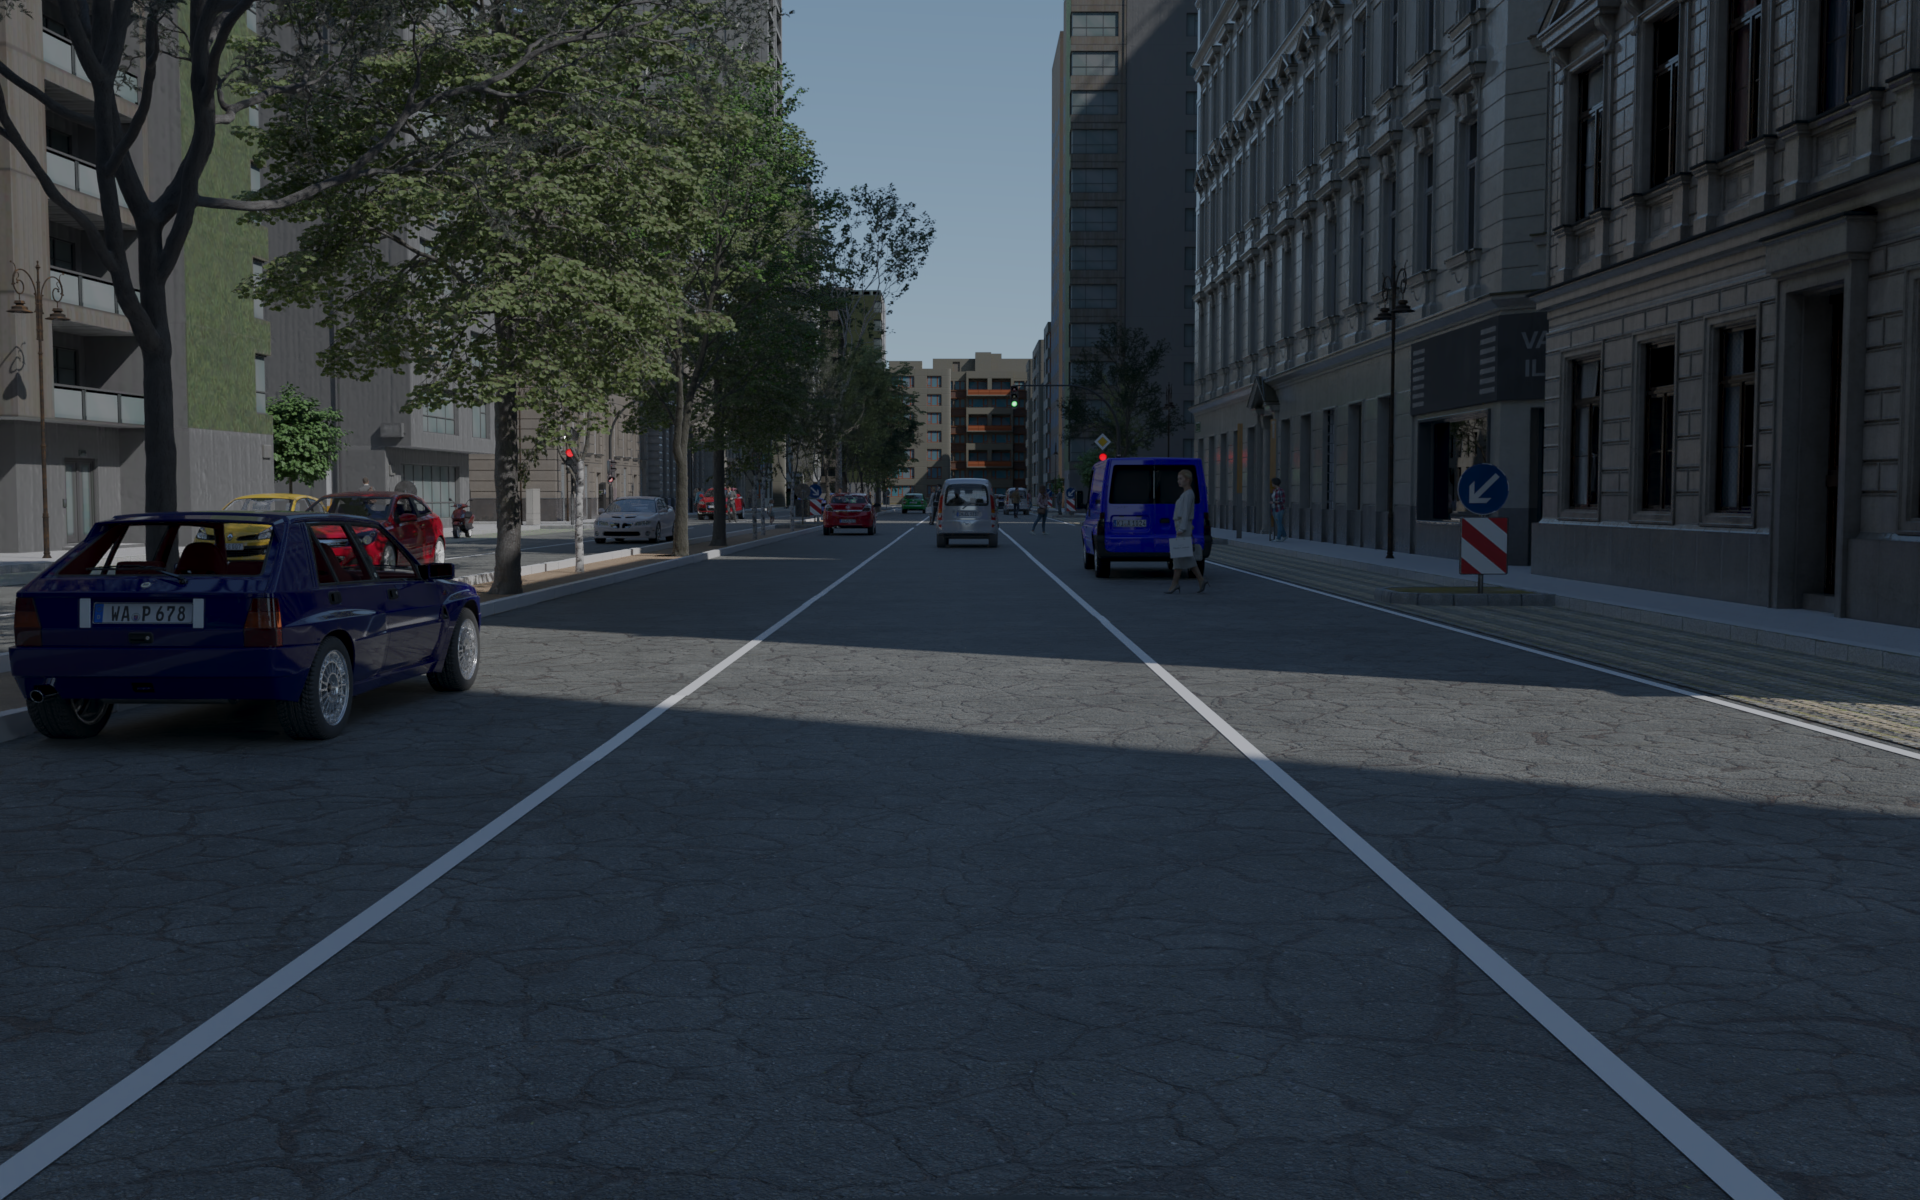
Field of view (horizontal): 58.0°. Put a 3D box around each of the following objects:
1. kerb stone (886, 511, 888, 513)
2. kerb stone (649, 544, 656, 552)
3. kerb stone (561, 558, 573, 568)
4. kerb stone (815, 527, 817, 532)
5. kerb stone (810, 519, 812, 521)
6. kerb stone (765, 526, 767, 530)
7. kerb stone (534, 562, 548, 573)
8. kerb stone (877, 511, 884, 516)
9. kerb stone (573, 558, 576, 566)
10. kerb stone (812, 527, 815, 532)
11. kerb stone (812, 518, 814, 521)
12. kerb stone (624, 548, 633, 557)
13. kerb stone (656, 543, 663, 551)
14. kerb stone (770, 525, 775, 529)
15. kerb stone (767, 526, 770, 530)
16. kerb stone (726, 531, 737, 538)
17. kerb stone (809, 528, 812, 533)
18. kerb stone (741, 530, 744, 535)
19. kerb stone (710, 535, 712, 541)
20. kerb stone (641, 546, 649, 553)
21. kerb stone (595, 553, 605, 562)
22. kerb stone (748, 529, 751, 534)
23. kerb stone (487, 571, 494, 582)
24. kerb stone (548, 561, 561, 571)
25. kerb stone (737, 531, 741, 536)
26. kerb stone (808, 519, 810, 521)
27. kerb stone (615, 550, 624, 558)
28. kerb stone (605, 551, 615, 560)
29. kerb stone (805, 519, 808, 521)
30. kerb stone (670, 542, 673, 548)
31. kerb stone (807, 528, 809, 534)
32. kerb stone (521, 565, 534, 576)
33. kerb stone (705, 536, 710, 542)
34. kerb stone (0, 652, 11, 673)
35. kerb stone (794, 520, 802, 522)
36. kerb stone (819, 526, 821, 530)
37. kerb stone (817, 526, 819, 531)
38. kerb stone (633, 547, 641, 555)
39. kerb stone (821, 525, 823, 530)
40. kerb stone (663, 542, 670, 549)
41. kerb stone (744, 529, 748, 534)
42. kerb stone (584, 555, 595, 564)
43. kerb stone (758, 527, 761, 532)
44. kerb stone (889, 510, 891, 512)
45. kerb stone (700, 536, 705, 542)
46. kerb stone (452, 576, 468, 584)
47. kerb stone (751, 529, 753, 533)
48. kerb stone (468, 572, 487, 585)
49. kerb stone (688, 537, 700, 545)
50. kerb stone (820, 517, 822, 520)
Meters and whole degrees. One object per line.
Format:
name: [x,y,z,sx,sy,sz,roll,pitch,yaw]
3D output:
kerb stone: [-5.581,-6.426,127.257,0.120,0.150,1.000,0,3,0]
kerb stone: [-7.689,-1.251,42.646,0.120,0.150,1.000,0,3,0]
kerb stone: [-7.687,-0.680,33.427,0.120,0.150,1.000,0,3,0]
kerb stone: [-5.590,-2.630,65.201,0.120,0.150,1.000,0,3,0]
kerb stone: [-7.683,-3.979,87.266,0.120,0.150,1.000,0,3,0]
kerb stone: [-7.688,-2.754,67.219,0.120,0.150,1.000,0,3,0]
kerb stone: [-7.690,-0.562,31.377,0.120,0.150,1.000,0,3,0]
kerb stone: [-5.573,-6.049,121.100,0.120,0.150,1.000,0,3,0]
kerb stone: [-7.697,-0.749,34.448,0.120,0.150,1.000,0,3,0]
kerb stone: [-5.586,-2.568,64.179,0.120,0.150,1.000,0,3,0]
kerb stone: [-7.681,-4.043,88.296,0.120,0.150,1.000,0,3,0]
kerb stone: [-7.690,-1.063,39.568,0.120,0.150,1.000,0,3,0]
kerb stone: [-7.696,-1.313,43.674,0.120,0.150,1.000,0,3,0]
kerb stone: [-7.681,-2.942,70.297,0.120,0.150,1.000,0,3,0]
kerb stone: [-7.692,-2.816,68.244,0.120,0.150,1.000,0,3,0]
kerb stone: [-7.690,-2.187,58.006,0.120,0.150,1.000,0,3,0]
kerb stone: [-5.588,-2.505,63.157,0.120,0.150,1.000,0,3,0]
kerb stone: [-7.686,-2.315,60.050,0.120,0.150,1.000,0,3,0]
kerb stone: [-7.689,-1.873,52.882,0.120,0.150,1.000,0,3,0]
kerb stone: [-7.696,-1.184,41.620,0.120,0.150,1.000,0,3,0]
kerb stone: [-7.695,-0.875,36.496,0.120,0.150,1.000,0,3,0]
kerb stone: [-7.690,-2.440,62.094,0.120,0.150,1.000,0,3,0]
kerb stone: [-7.695,-0.373,28.301,0.120,0.150,1.000,0,3,0]
kerb stone: [-7.695,-0.624,32.399,0.120,0.150,1.000,0,3,0]
kerb stone: [-7.691,-2.251,59.028,0.120,0.150,1.000,0,3,0]
kerb stone: [-7.684,-3.915,86.244,0.120,0.150,1.000,0,3,0]
kerb stone: [-7.693,-1.000,38.546,0.120,0.150,1.000,0,3,0]
kerb stone: [-7.694,-0.937,37.519,0.120,0.150,1.000,0,3,0]
kerb stone: [-7.685,-3.855,85.222,0.120,0.150,1.000,0,3,0]
kerb stone: [-7.696,-1.439,45.719,0.120,0.150,1.000,0,3,0]
kerb stone: [-5.595,-2.436,62.130,0.120,0.150,1.000,0,3,0]
kerb stone: [-7.695,-0.499,30.347,0.120,0.150,1.000,0,3,0]
kerb stone: [-7.682,-1.811,51.860,0.120,0.150,1.000,0,3,0]
kerb stone: [-7.694,0.508,13.956,0.120,0.150,1.000,0,3,0]
kerb stone: [-7.683,-3.662,82.149,0.120,0.150,1.000,0,3,0]
kerb stone: [-5.586,-2.753,67.253,0.120,0.150,1.000,0,3,0]
kerb stone: [-5.591,-2.693,66.226,0.120,0.150,1.000,0,3,0]
kerb stone: [-7.697,-1.125,40.590,0.120,0.150,1.000,0,3,0]
kerb stone: [-5.590,-2.818,68.274,0.120,0.150,1.000,0,3,0]
kerb stone: [-7.696,-1.376,44.697,0.120,0.150,1.000,0,3,0]
kerb stone: [-7.691,-2.373,61.072,0.120,0.150,1.000,0,3,0]
kerb stone: [-7.691,-0.812,35.474,0.120,0.150,1.000,0,3,0]
kerb stone: [-7.685,-2.628,65.168,0.120,0.150,1.000,0,3,0]
kerb stone: [-5.578,-6.738,132.391,0.120,0.150,1.000,0,3,0]
kerb stone: [-7.693,-1.751,50.838,0.120,0.150,1.000,0,3,0]
kerb stone: [-7.699,-0.240,26.258,0.120,0.150,1.000,0,3,0]
kerb stone: [-7.691,-2.501,63.124,0.120,0.150,1.000,0,3,0]
kerb stone: [-7.695,-0.311,27.279,0.120,0.150,1.000,0,3,0]
kerb stone: [-7.692,-1.689,49.816,0.120,0.150,1.000,0,3,0]
kerb stone: [-7.683,-4.357,93.432,0.120,0.150,1.000,0,3,0]
